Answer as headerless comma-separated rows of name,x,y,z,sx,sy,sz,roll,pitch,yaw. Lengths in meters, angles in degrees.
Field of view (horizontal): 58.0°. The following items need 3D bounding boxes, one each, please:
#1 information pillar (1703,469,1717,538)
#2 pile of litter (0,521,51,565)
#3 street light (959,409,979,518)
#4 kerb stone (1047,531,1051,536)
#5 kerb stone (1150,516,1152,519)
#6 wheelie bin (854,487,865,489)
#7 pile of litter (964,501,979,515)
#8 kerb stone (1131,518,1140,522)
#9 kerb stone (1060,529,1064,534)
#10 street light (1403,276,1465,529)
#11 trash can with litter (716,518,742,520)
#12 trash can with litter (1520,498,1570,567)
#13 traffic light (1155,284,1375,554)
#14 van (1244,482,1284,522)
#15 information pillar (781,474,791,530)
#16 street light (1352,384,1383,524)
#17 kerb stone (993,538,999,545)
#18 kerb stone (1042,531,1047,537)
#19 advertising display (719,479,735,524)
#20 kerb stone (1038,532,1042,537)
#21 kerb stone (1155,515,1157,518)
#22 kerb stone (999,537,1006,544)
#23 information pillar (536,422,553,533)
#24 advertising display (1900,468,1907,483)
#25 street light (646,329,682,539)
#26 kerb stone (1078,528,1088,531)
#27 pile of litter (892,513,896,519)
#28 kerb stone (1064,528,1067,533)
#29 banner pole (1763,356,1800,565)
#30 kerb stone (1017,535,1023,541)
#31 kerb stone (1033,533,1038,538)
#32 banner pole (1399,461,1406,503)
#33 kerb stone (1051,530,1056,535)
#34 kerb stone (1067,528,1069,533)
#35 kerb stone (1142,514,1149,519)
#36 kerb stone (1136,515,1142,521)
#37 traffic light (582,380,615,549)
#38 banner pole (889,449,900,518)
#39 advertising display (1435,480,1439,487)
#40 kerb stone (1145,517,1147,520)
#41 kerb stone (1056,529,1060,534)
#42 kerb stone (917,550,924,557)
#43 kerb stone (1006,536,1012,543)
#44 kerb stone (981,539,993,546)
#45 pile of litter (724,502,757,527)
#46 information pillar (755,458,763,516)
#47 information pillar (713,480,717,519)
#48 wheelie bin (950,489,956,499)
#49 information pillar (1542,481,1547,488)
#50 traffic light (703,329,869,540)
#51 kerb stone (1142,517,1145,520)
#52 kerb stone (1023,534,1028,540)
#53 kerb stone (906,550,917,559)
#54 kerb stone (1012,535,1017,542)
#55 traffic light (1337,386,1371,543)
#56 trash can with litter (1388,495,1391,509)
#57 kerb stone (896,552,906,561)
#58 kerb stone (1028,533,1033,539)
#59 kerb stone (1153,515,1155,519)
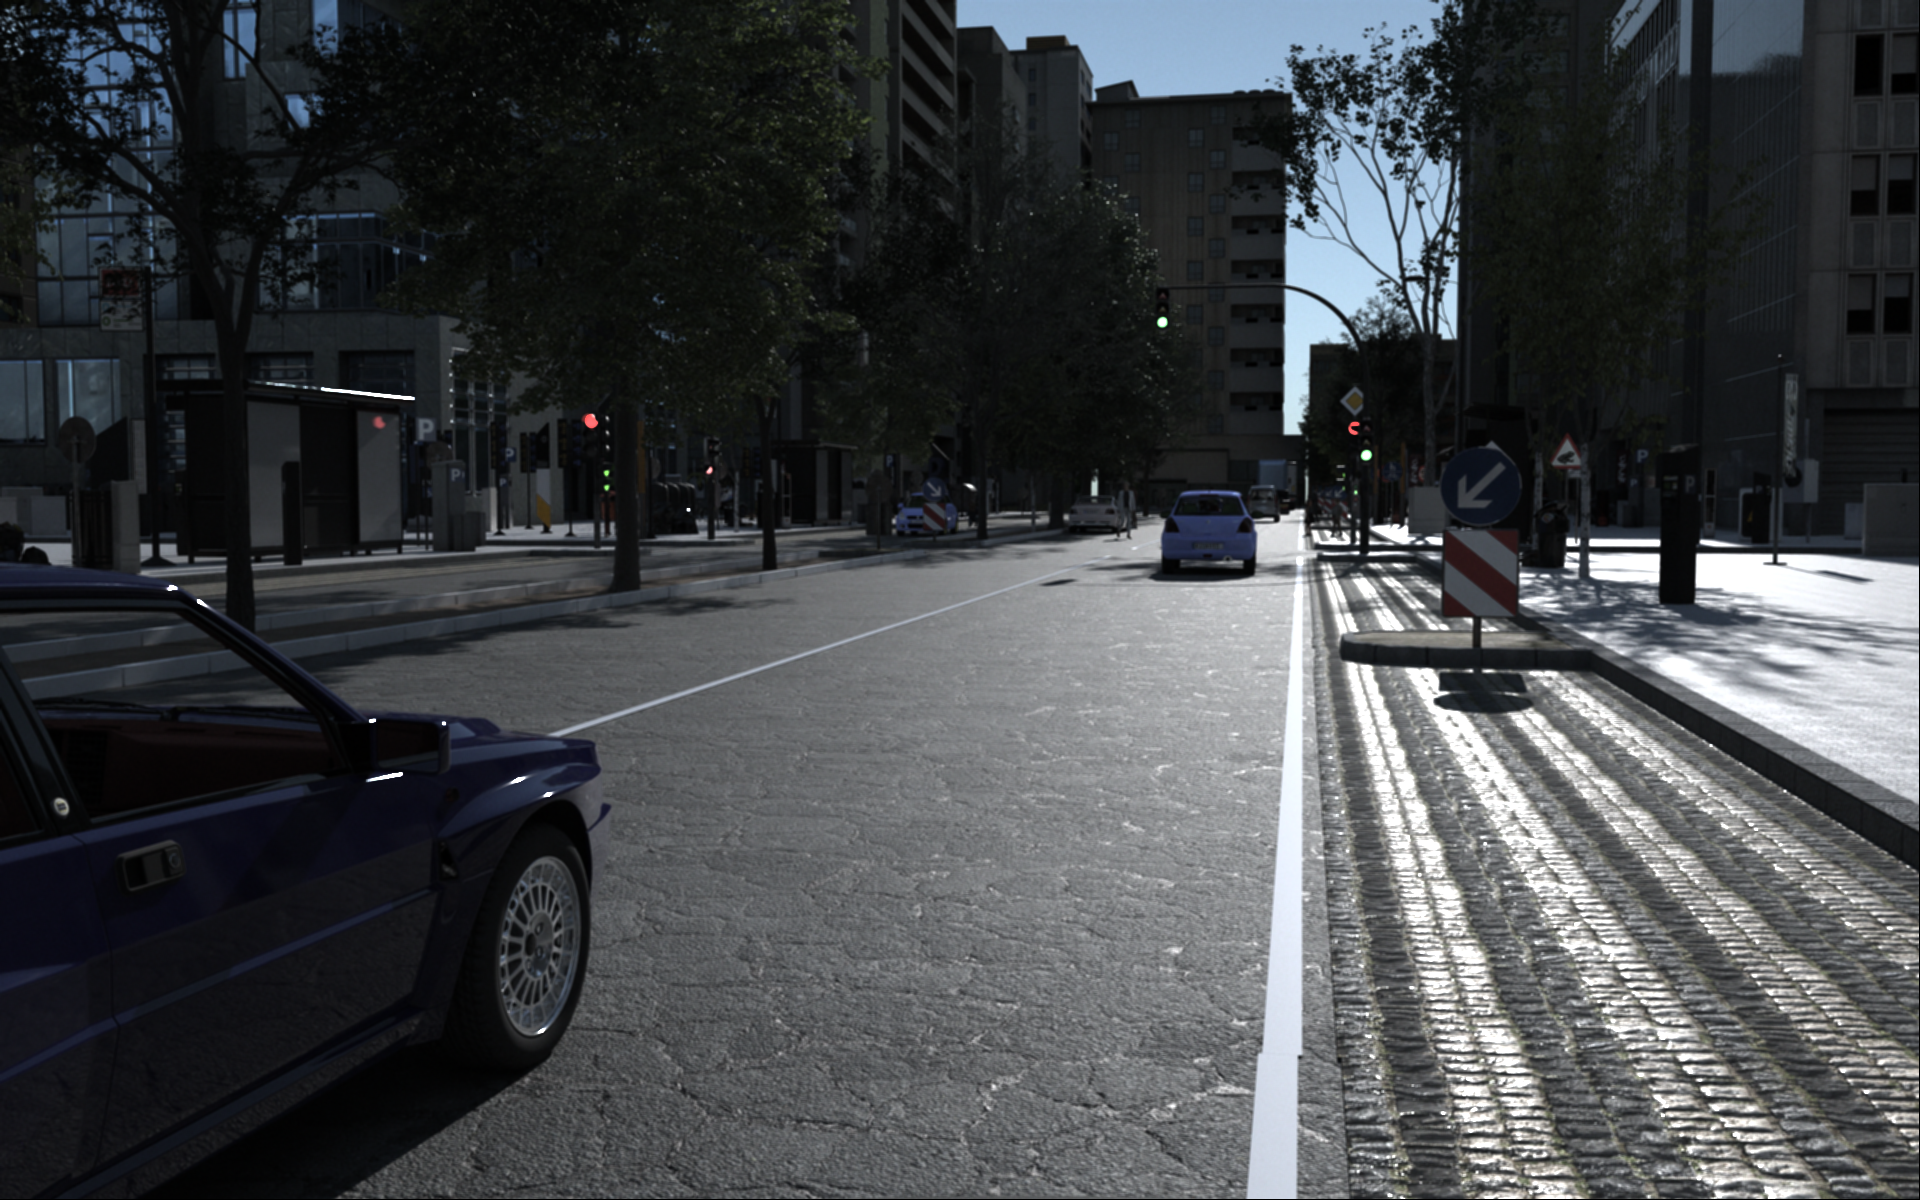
information pillar,21.802,-2.805,50.358,0.304,2.012,0.304,1,4,22
pile of litter,-15.178,-0.821,27.388,1.719,0.858,1.176,-2,4,-35
street light,0.646,-7.435,94.096,1.470,5.913,1.316,1,4,11
kerb stone,2.902,-2.262,59.184,0.120,0.150,1.000,1,4,11
kerb stone,10.661,-4.656,98.417,0.120,0.150,1.000,1,4,11
wheelie bin,-4.658,-4.492,81.346,0.980,1.594,0.693,0,4,3
pile of litter,1.343,-6.404,118.664,1.719,0.858,1.176,0,4,-6
kerb stone,9.263,-4.231,91.379,0.120,0.150,1.000,1,4,11
kerb stone,3.500,-2.445,62.192,0.120,0.150,1.000,1,4,11
street light,10.123,-3.937,36.906,1.470,5.913,1.316,1,4,11
trash can with litter,-11.418,-4.623,86.649,1.678,1.210,2.233,1,4,17
trash can with litter,10.175,-1.160,30.347,0.624,1.170,1.055,-1,4,-19
traffic light,6.613,-3.841,37.467,4.771,5.953,1.251,1,4,11
van,15.610,-5.021,89.107,2.013,2.044,4.112,1,4,12
information pillar,-6.301,-3.559,62.689,0.304,2.012,0.304,-1,4,-18
street light,17.255,-6.163,73.309,1.470,5.913,1.316,1,4,11
kerb stone,0.903,-1.645,49.094,0.120,0.150,1.000,1,4,11
kerb stone,2.706,-2.198,58.164,0.120,0.150,1.000,1,4,11
advertising display,-9.966,-4.221,74.221,0.974,1.923,0.123,3,5,45
kerb stone,2.500,-2.139,57.162,0.120,0.150,1.000,1,4,11
kerb stone,11.263,-4.844,101.429,0.120,0.150,1.000,1,4,11
kerb stone,1.104,-1.707,50.097,0.120,0.150,1.000,1,4,11
information pillar,-13.594,-3.987,56.542,0.504,3.616,0.183,1,4,22
advertising display,23.712,-2.346,43.566,0.123,1.923,0.974,2,4,26
street light,-8.282,-4.676,48.998,1.470,5.913,1.316,1,4,11
kerb stone,4.883,-2.875,69.241,0.120,0.150,1.000,1,4,11
pile of litter,-3.875,-4.690,90.643,1.719,0.858,1.176,1,4,11
kerb stone,3.703,-2.508,63.209,0.120,0.150,1.000,1,4,11
banner pole,15.014,-2.539,31.527,0.863,3.779,0.401,-3,4,-36
kerb stone,1.707,-1.892,53.124,0.120,0.150,1.000,1,4,11
kerb stone,2.305,-2.074,56.142,0.120,0.150,1.000,1,4,11
banner pole,29.046,-7.566,113.719,0.863,3.779,0.401,1,4,9
kerb stone,3.111,-2.321,60.185,0.120,0.150,1.000,1,4,11
kerb stone,3.907,-2.570,64.211,0.120,0.150,1.000,1,4,11
kerb stone,10.263,-4.539,96.410,0.120,0.150,1.000,1,4,11
kerb stone,9.476,-4.293,92.379,0.120,0.150,1.000,1,4,11
traffic light,-8.501,-3.159,40.570,0.839,4.253,0.868,1,4,11
banner pole,-3.495,-6.296,92.953,0.863,3.779,0.401,-1,4,-18
advertising display,21.459,-4.451,77.984,0.974,1.923,0.123,1,4,10
kerb stone,10.059,-4.478,95.408,0.120,0.150,1.000,1,4,11
kerb stone,3.300,-2.383,61.190,0.120,0.150,1.000,1,4,11
kerb stone,-0.981,-1.057,39.476,0.120,0.150,1.000,1,4,11
kerb stone,1.308,-1.764,51.115,0.120,0.150,1.000,1,4,11
kerb stone,0.709,-1.583,48.089,0.120,0.150,1.000,1,4,11
pile of litter,-8.670,-3.295,67.839,1.176,0.858,1.719,-1,4,-9
information pillar,-11.451,-6.569,98.757,0.504,3.616,0.183,-1,4,-14
information pillar,-12.917,-5.276,90.750,0.304,2.012,0.304,-1,4,-21
wheelie bin,-0.483,-5.895,104.290,0.980,1.594,0.693,-2,4,-31
information pillar,33.663,-5.835,99.896,0.304,2.012,0.304,1,4,14
traffic light,-4.883,-4.487,48.034,4.771,5.953,1.251,1,4,11
kerb stone,9.864,-4.416,94.395,0.120,0.150,1.000,1,4,11
kerb stone,1.902,-1.953,54.128,0.120,0.150,1.000,1,4,11
kerb stone,-1.186,-0.992,38.470,0.120,0.150,1.000,1,4,11
kerb stone,1.504,-1.829,52.118,0.120,0.150,1.000,1,4,11
traffic light,10.231,-3.432,45.036,0.839,4.253,0.868,1,4,11
trash can with litter,27.368,-5.980,108.827,1.678,1.210,2.233,-3,5,-41
kerb stone,-1.386,-0.933,37.466,0.120,0.150,1.000,1,4,11
kerb stone,2.107,-2.015,55.139,0.120,0.150,1.000,1,4,11
kerb stone,11.060,-4.785,100.424,0.120,0.150,1.000,1,4,11
